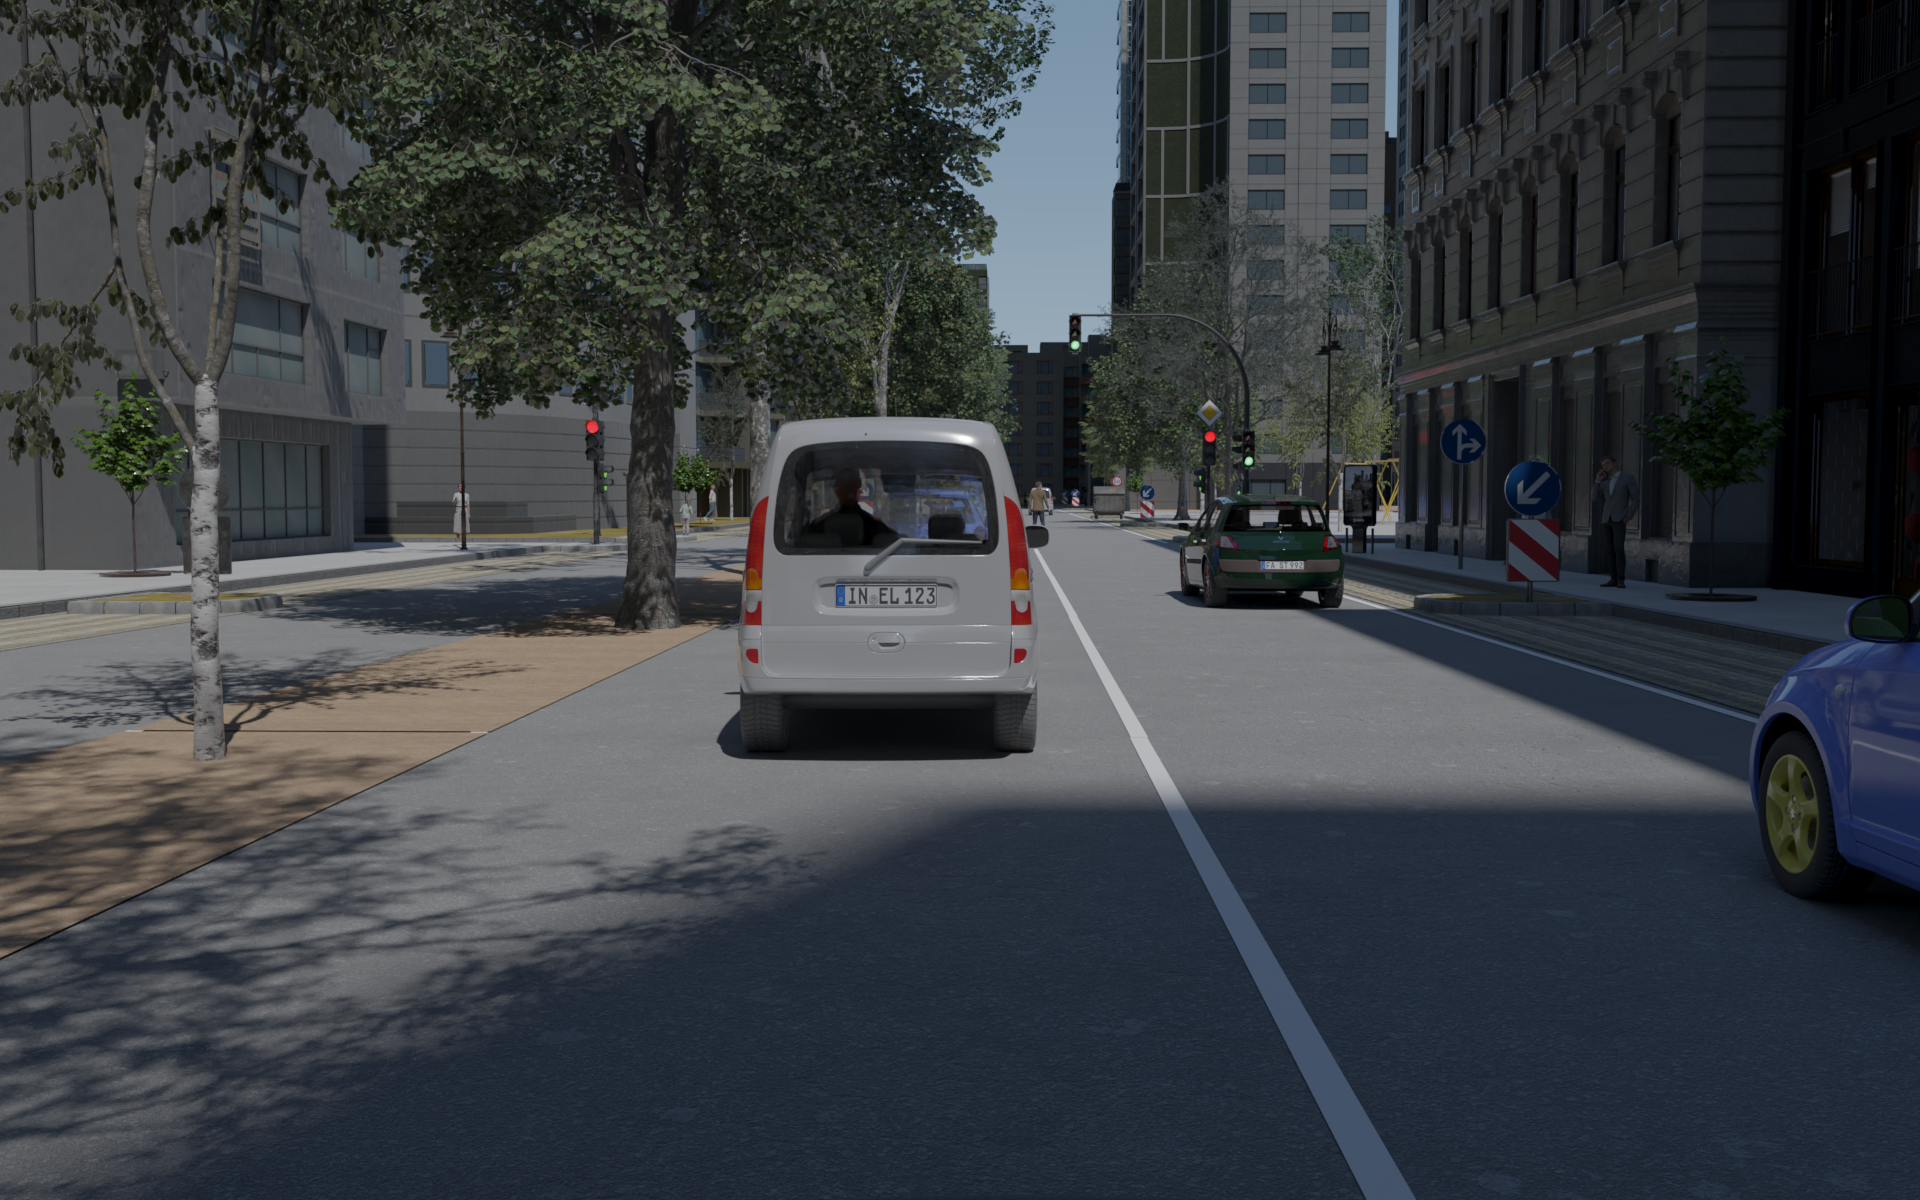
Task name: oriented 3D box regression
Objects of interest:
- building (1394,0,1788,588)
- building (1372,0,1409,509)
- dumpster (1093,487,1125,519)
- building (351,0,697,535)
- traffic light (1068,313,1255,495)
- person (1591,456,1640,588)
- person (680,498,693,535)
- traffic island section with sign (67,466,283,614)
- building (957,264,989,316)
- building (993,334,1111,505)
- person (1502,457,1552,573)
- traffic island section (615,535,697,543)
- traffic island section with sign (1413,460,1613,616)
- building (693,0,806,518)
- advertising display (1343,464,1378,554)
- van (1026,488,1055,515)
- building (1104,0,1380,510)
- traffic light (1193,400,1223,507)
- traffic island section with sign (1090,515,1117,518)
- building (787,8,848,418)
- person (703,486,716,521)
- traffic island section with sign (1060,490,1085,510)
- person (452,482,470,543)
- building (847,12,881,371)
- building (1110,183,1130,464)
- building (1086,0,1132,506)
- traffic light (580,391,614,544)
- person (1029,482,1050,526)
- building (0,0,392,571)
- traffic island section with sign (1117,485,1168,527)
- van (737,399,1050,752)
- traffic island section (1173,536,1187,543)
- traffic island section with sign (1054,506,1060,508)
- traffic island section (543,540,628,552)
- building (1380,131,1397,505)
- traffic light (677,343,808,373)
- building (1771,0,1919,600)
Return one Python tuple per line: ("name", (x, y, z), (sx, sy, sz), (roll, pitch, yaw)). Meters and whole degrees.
("building", (14.855, -11.169, 31.762), (9.793, 20.994, 18.267), (0, 4, 1))
("building", (58.310, -45.925, 189.127), (20.611, 71.187, 20.563), (0, 4, 1))
("dumpster", (8.416, -5.491, 97.986), (1.865, 1.857, 1.264), (0, 4, 0))
("building", (-23.167, -32.022, 65.566), (21.231, 58.520, 28.212), (0, 4, 1))
("traffic light", (5.102, -4.216, 43.593), (4.771, 5.953, 1.251), (0, 4, 1))
("person", (8.997, -1.075, 23.803), (0.473, 1.802, 0.592), (-1, 4, -19))
("person", (-9.078, -2.730, 57.416), (0.425, 1.301, 0.394), (-1, 4, -16))
("traffic island section with sign", (-9.566, -0.782, 21.417), (1.989, 1.847, 2.006), (0, 4, 1))
("building", (-3.347, -27.302, 218.096), (14.107, 30.474, 14.160), (0, 4, 1))
("building", (18.446, -23.239, 224.992), (28.899, 21.520, 27.650), (0, 4, 1))
("person", (8.632, -1.244, 26.266), (0.818, 1.842, 0.514), (0, 4, 5))
("traffic island section", (-9.092, -1.830, 52.209), (2.009, 0.180, 2.903), (0, 4, 1))
("traffic island section with sign", (6.655, -0.767, 21.166), (1.989, 1.847, 2.006), (0, 4, 1))
("building", (-21.274, -27.652, 106.731), (22.147, 44.769, 28.867), (0, 4, 1))
("advertising display", (8.701, -1.986, 37.689), (0.123, 1.923, 0.974), (-2, 4, -27))
("van", (5.471, -6.759, 117.521), (2.013, 2.044, 4.112), (0, 4, 2))
("building", (22.990, -43.181, 144.257), (20.563, 71.187, 20.611), (0, 4, 1))
("traffic light", (7.404, -3.837, 51.662), (0.839, 4.253, 0.868), (0, 4, 1))
("traffic island section with sign", (8.792, -5.791, 103.311), (1.989, 1.847, 2.006), (0, 4, 1))
("building", (-20.500, -31.436, 137.685), (21.300, 48.544, 21.600), (0, 4, 1))
("person", (-11.758, -4.566, 81.368), (0.598, 1.740, 0.731), (-1, 4, -15))
("traffic island section with sign", (10.119, -8.876, 153.749), (1.989, 1.847, 2.006), (0, 4, 1))
("person", (-13.564, -2.329, 47.152), (0.480, 1.755, 0.524), (-2, 4, -31))
("building", (-22.453, -36.598, 187.614), (27.495, 52.752, 28.713), (0, 4, 1))
("building", (21.110, -23.925, 162.881), (14.160, 30.474, 14.107), (0, 4, 1))
("building", (25.446, -53.276, 183.732), (22.319, 86.520, 31.000), (0, 4, 1))
("traffic light", (-9.261, -3.374, 44.091), (0.839, 4.253, 0.868), (0, 4, 1))
("person", (2.601, -2.949, 56.633), (0.656, 1.842, 0.836), (-2, 4, -24))
("building", (-19.738, -21.483, 34.841), (14.086, 41.232, 14.154), (0, 4, 1))
("traffic island section with sign", (8.085, -4.143, 76.365), (1.989, 1.847, 2.006), (0, 4, 1))
("van", (-0.402, -0.244, 11.004), (2.013, 2.044, 4.112), (0, 4, 0))
("traffic island section", (7.443, -1.804, 51.775), (2.009, 0.180, 2.903), (0, 4, 1))
("traffic island section with sign", (10.813, -10.541, 180.967), (1.989, 1.847, 2.006), (0, 4, 1))
("traffic island section", (-9.300, -1.342, 44.227), (2.009, 0.180, 2.903), (0, 4, 1))
("building", (54.256, -34.661, 216.816), (14.200, 45.320, 14.600), (0, 4, 1))
("traffic light", (-6.959, -4.733, 52.054), (4.771, 5.953, 1.251), (0, 4, 1))
("building", (16.892, -11.311, 14.613), (12.332, 23.373, 15.834), (0, 4, 1))
